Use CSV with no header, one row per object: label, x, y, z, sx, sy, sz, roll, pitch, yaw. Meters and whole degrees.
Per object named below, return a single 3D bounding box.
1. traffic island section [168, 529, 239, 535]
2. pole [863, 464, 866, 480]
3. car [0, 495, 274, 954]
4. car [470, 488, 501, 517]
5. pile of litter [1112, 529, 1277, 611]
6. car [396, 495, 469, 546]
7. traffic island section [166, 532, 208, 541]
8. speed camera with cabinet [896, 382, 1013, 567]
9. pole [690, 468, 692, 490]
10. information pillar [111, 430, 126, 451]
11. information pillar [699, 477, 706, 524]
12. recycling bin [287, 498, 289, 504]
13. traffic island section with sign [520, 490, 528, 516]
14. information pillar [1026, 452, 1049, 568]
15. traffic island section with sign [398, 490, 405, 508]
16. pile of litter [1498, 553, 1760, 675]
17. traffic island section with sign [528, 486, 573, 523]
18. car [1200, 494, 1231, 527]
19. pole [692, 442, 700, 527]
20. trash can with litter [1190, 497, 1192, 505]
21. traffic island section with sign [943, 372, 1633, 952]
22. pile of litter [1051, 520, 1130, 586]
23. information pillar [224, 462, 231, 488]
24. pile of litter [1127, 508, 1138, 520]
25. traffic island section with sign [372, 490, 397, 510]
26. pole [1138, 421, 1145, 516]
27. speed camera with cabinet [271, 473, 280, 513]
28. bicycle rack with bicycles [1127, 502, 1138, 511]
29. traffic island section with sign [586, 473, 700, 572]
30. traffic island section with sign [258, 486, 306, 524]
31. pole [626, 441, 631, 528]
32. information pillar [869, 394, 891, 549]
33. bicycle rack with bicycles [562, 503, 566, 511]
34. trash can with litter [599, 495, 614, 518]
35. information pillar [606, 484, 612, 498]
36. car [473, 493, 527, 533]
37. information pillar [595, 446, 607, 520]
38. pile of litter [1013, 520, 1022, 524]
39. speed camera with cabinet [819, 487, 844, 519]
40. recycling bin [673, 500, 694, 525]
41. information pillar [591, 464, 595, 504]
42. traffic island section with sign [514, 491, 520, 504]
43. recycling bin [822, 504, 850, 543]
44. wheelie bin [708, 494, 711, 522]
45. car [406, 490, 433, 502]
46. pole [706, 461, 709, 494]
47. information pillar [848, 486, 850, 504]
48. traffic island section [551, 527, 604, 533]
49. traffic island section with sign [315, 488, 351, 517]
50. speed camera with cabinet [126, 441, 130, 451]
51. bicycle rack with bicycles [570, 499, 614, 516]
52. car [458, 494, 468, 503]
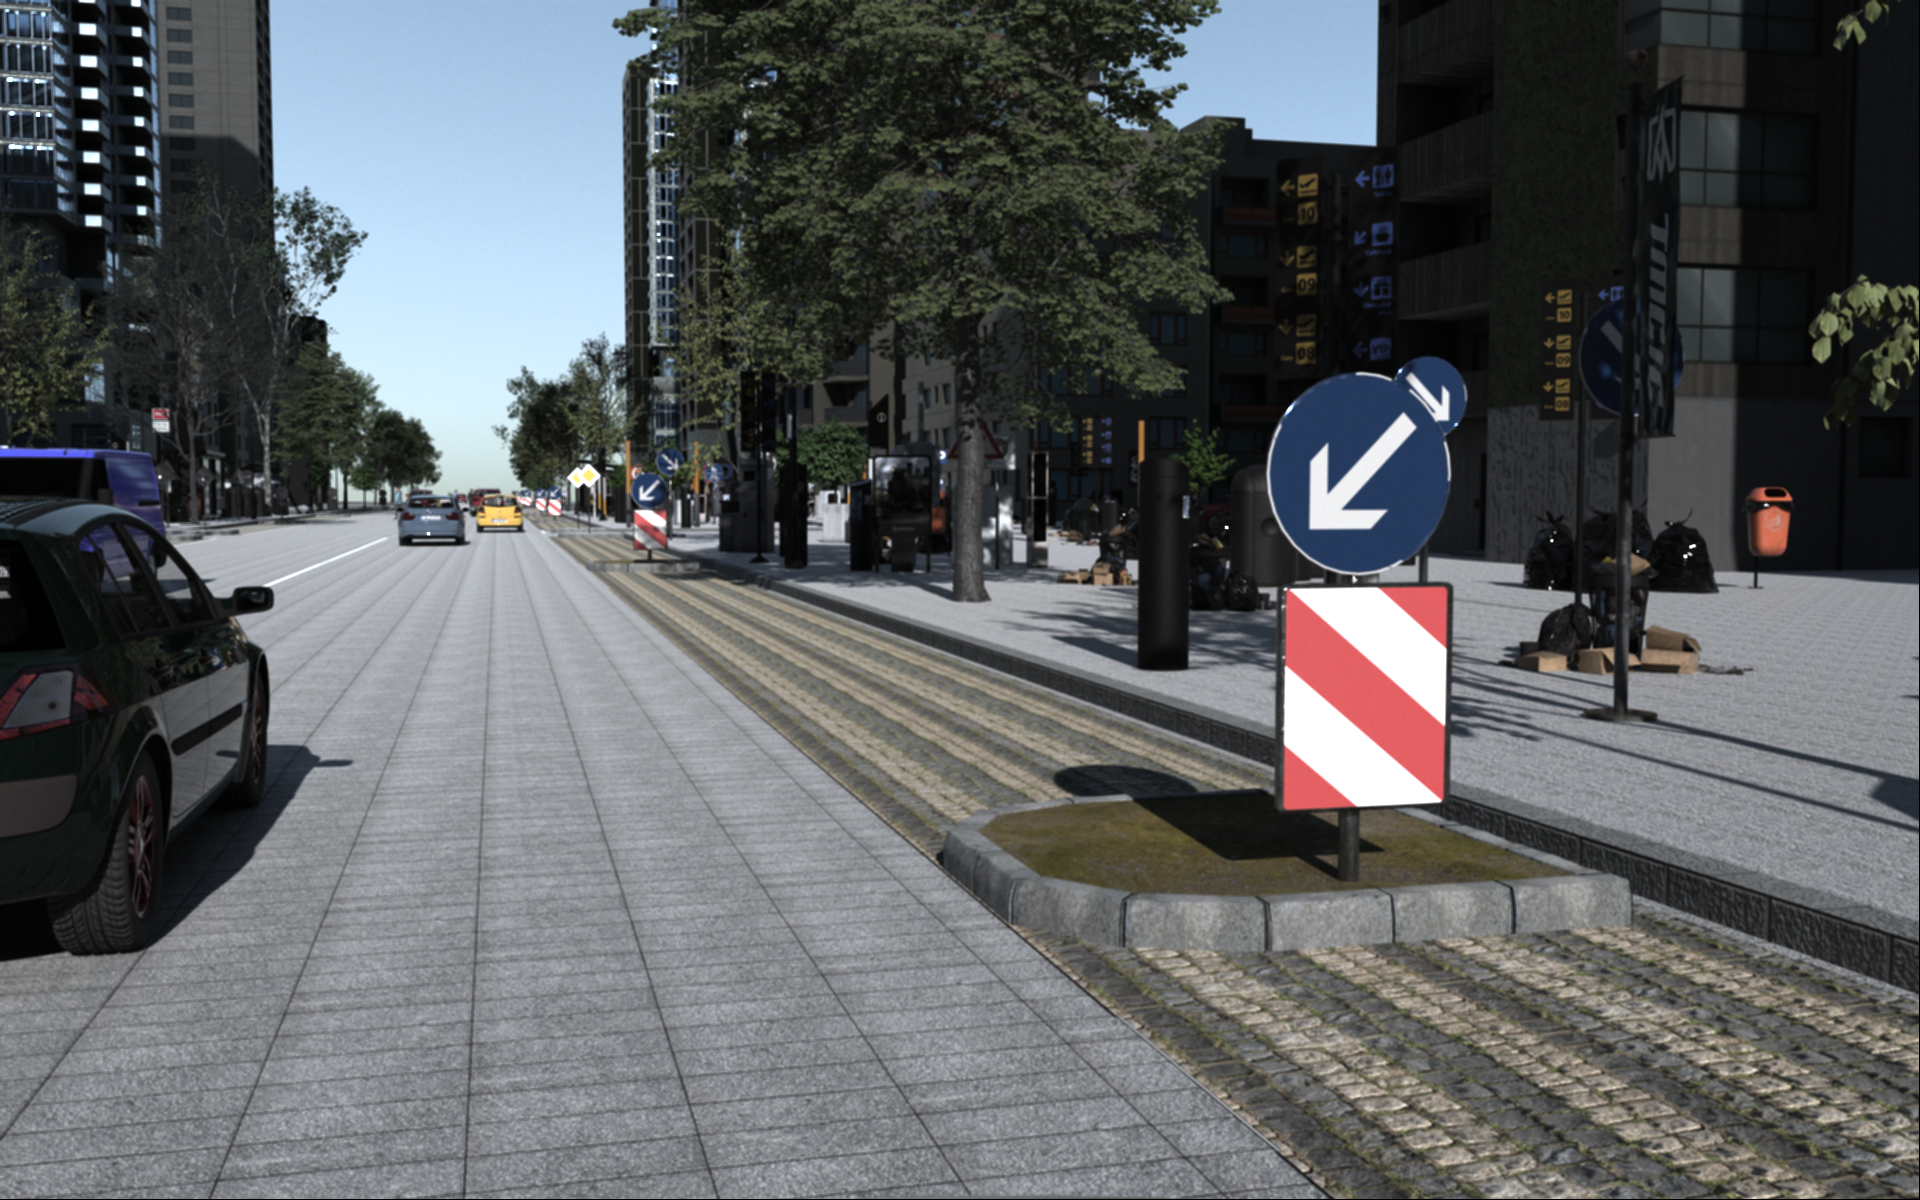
traffic island section,-26.713,-2.385,61.268,2.009,0.180,2.903,-1,4,-15
pole,-5.810,-6.828,105.481,0.158,3.312,0.155,0,3,0
car,-3.738,0.197,6.567,2.009,1.686,4.222,-1,4,-15
car,-30.210,-6.250,110.862,2.281,1.827,5.304,-1,4,-14
pile of litter,2.706,-0.328,19.336,1.719,0.858,1.176,1,4,19
car,-15.001,-2.279,49.271,2.014,1.417,4.499,-1,4,-15
traffic island section,-24.651,-1.913,53.553,2.009,0.180,2.903,-1,4,-15
speed camera with cabinet,-0.098,-2.243,31.009,2.038,3.252,0.660,-1,4,-18
pole,-16.159,-6.766,104.467,0.158,3.312,0.155,0,3,0
information pillar,-30.877,-4.418,63.581,0.504,3.616,0.183,0,4,-3
information pillar,-11.042,-4.262,74.175,0.304,2.012,0.304,0,4,-5
recycling bin,-43.042,-6.089,112.107,0.722,1.027,0.722,-3,5,-43
traffic island section with sign,-27.264,-6.330,112.125,1.989,1.847,2.006,-1,4,-15
information pillar,1.343,-1.566,30.091,0.304,2.012,0.304,-1,4,-16
traffic island section with sign,-59.539,-10.725,183.988,1.989,1.847,2.006,-1,4,-15
pile of litter,4.881,0.079,12.672,1.719,0.858,1.176,2,4,31
traffic island section with sign,-20.167,-4.705,85.562,1.989,1.847,2.006,-1,4,-15
car,10.648,-3.513,66.481,4.494,1.783,2.155,-1,4,-16
pole,-10.244,-4.503,67.462,0.158,3.312,0.155,0,3,0
trash can with litter,9.614,-3.799,73.495,0.624,1.170,1.055,-2,4,-25
traffic island section with sign,1.006,0.138,6.371,1.989,1.847,2.006,-1,4,-15
pile of litter,1.995,-0.663,24.807,1.176,0.858,1.719,0,4,-4
information pillar,-53.050,-8.204,125.482,0.504,3.616,0.183,1,4,13
pile of litter,5.630,-2.424,53.595,1.176,0.858,1.719,1,4,19
traffic island section with sign,-52.571,-9.133,157.945,1.989,1.847,2.006,-1,4,-15
pole,5.039,-3.320,48.127,0.158,3.312,0.155,0,3,0
speed camera with cabinet,-46.580,-7.476,116.560,0.660,3.252,2.038,1,4,11
bicycle rack with bicycles,13.924,-7.740,139.937,2.852,0.926,2.925,2,4,28
traffic island section with sign,-6.024,-1.471,32.674,1.989,1.847,2.006,-1,4,-15
traffic island section with sign,-32.638,-4.573,83.398,1.989,1.847,2.006,-1,4,-15
pole,-12.704,-4.432,66.313,0.158,3.312,0.155,0,3,0
information pillar,-1.887,-3.007,40.525,0.504,3.616,0.183,1,4,17
bicycle rack with bicycles,-29.614,-7.373,133.933,2.852,0.926,2.925,-1,4,-20
trash can with litter,-18.590,-5.140,95.103,2.233,1.210,1.678,0,4,2
information pillar,-24.399,-7.096,120.512,0.304,2.012,0.304,1,4,12
car,-17.542,-3.413,66.031,2.015,1.641,3.980,-1,4,-15
information pillar,-17.494,-5.708,84.682,0.183,3.616,0.504,2,4,26
pile of litter,1.950,-3.680,74.132,1.176,0.858,1.719,-2,4,-31
speed camera with cabinet,-6.281,-5.801,89.175,2.038,3.252,0.660,-3,5,-43
recycling bin,-12.118,-3.878,75.967,0.722,1.027,0.722,1,4,11
information pillar,-24.729,-7.687,117.041,0.504,3.616,0.183,-3,5,-44
traffic island section with sign,-40.168,-9.282,160.388,1.989,1.847,2.006,-1,4,-15
recycling bin,-3.169,-2.047,46.020,0.722,1.027,0.722,2,4,33
wheelie bin,-11.813,-4.382,79.558,0.693,1.594,0.980,0,4,-1
car,-46.276,-8.552,148.502,2.281,1.827,5.304,-1,4,-13
pole,-15.469,-6.868,106.128,0.158,3.312,0.155,0,3,0
information pillar,-5.044,-5.340,78.661,0.183,3.616,0.504,0,4,-1
traffic island section,-14.208,-2.588,64.593,2.009,0.180,2.903,-1,4,-15
traffic island section with sign,-39.610,-6.166,109.440,1.989,1.847,2.006,-1,4,-15
speed camera with cabinet,-31.651,-4.295,64.558,2.038,3.252,0.660,-3,5,-40
bicycle rack with bicycles,-21.804,-5.564,104.360,2.925,0.926,2.852,0,3,0
car,-77.452,-15.885,268.758,2.155,1.783,4.494,-1,4,-14
